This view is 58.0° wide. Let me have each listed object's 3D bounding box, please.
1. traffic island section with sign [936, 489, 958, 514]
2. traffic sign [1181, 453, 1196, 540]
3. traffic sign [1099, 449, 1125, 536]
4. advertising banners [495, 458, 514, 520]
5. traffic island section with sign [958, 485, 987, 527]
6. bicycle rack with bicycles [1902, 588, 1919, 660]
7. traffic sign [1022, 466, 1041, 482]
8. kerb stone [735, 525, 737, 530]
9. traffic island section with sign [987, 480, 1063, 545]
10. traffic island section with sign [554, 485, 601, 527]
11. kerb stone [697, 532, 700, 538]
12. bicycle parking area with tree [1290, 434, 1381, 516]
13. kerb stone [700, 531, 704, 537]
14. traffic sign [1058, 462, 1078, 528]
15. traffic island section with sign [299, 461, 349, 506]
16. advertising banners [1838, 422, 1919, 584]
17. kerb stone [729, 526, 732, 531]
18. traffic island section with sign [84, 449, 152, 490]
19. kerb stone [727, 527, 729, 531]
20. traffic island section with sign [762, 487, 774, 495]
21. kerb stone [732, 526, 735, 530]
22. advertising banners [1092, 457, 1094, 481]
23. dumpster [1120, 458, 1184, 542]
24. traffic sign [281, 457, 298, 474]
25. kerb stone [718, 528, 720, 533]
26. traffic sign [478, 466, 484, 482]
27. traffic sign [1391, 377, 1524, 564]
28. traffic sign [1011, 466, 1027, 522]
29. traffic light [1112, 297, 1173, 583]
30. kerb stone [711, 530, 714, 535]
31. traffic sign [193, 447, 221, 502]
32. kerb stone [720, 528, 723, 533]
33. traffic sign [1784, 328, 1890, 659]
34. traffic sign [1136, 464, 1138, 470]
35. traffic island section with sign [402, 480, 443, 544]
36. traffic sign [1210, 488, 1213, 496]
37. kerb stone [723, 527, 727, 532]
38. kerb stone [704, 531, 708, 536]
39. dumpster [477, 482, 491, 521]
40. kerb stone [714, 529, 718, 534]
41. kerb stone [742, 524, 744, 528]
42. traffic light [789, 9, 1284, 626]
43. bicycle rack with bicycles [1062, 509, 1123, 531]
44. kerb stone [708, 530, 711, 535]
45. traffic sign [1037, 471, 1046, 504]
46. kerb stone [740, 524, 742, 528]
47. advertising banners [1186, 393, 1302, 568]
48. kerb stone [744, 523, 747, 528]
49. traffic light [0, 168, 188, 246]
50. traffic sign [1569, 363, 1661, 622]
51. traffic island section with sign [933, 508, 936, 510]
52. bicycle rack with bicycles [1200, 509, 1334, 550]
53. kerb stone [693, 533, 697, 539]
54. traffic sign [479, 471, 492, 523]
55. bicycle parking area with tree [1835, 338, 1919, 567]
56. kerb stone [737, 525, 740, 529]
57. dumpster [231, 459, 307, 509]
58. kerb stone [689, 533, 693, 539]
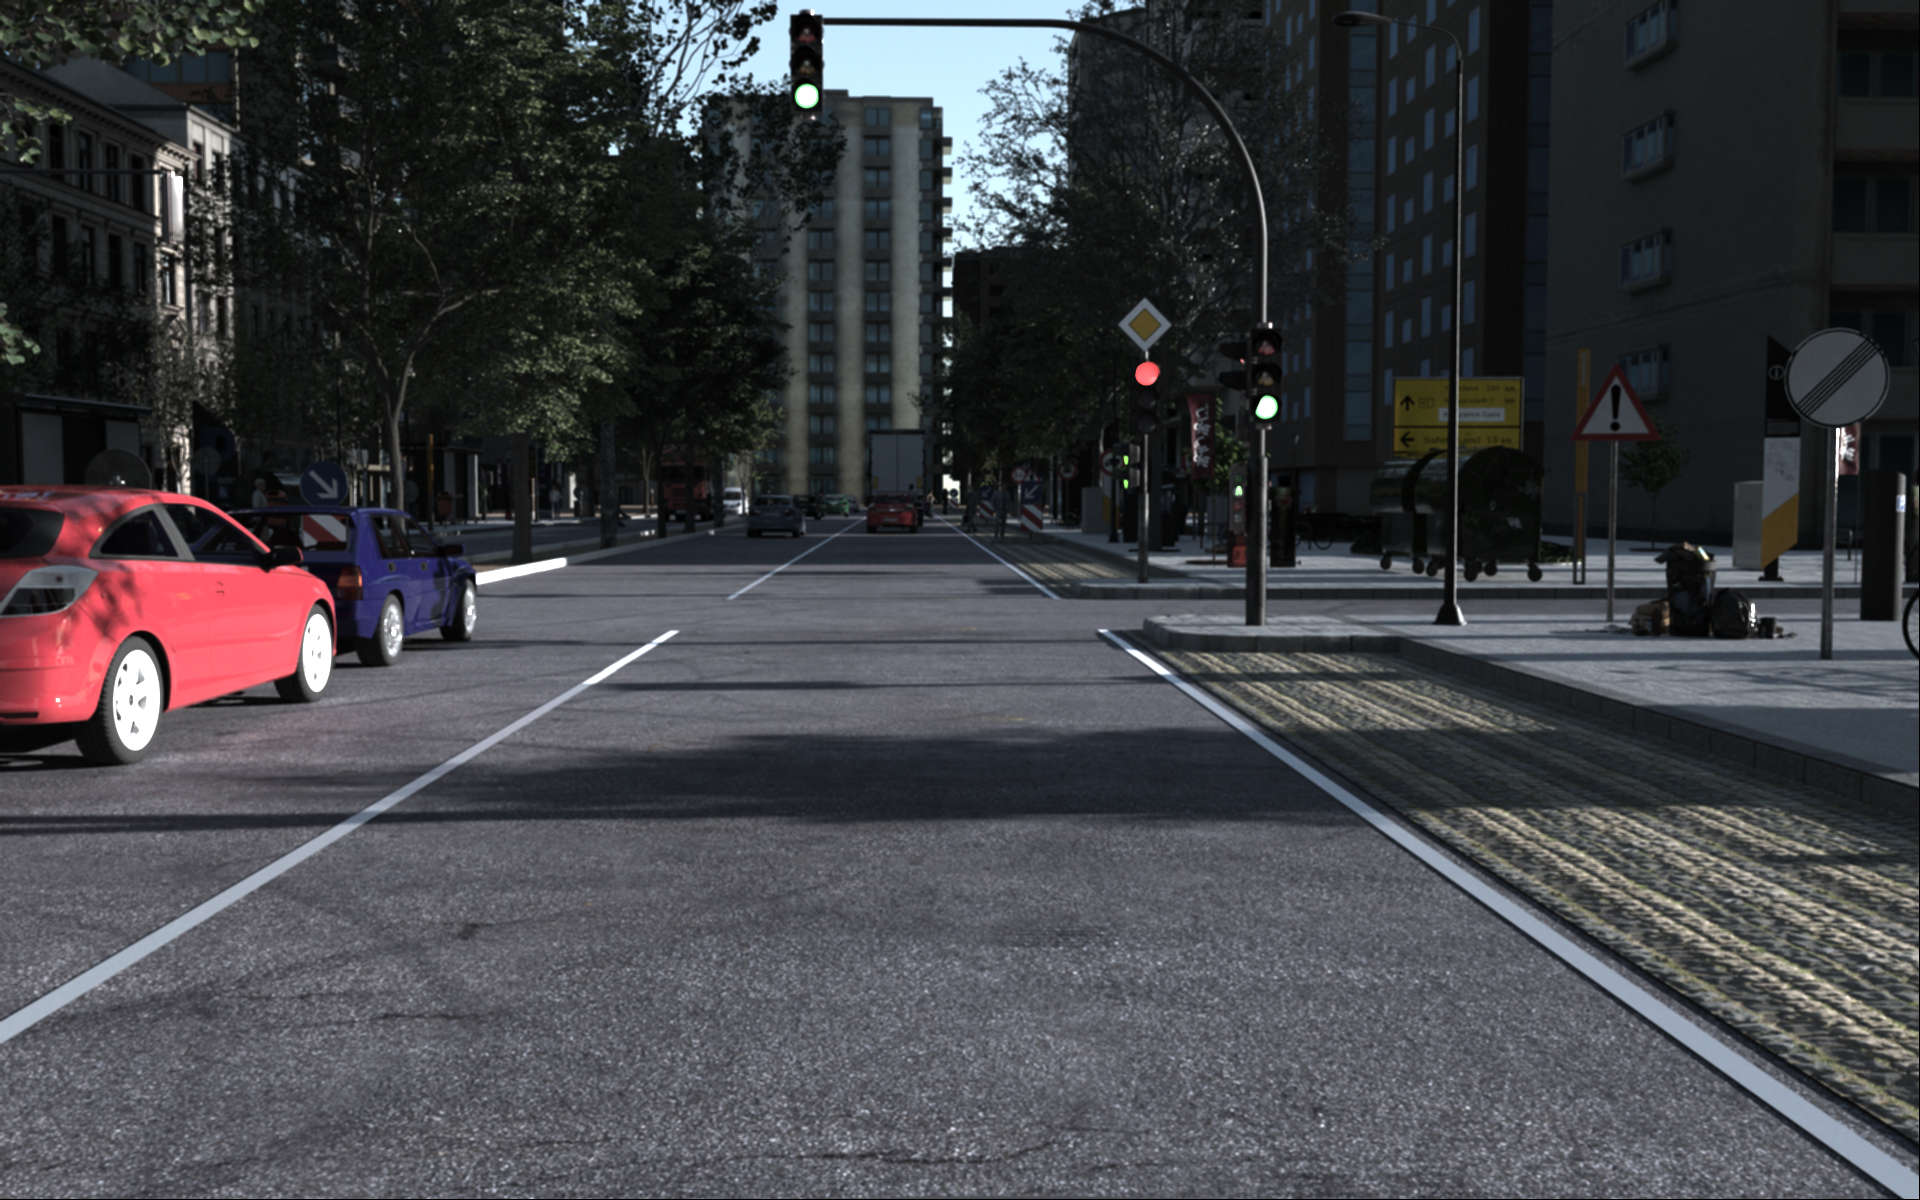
[{"bbox_3d":[-0.575,-7.246,127.098,1.989,1.847,2.006,0,4,-2],"label":"traffic island section with sign"},{"bbox_3d":[6.587,-2.969,48.642,0.768,2.556,0.104,0,4,-1],"label":"traffic sign"},{"bbox_3d":[4.257,-2.960,48.497,0.768,2.556,0.104,0,4,0],"label":"traffic sign"},{"bbox_3d":[-22.372,-5.483,85.828,0.090,3.025,2.074,1,4,21],"label":"advertising banners"},{"bbox_3d":[1.028,-4.150,76.479,1.989,1.847,2.006,0,4,-2],"label":"traffic island section with sign"},{"bbox_3d":[8.493,0.091,11.892,2.852,0.926,2.925,-1,4,-11],"label":"bicycle rack with bicycles"},{"bbox_3d":[3.234,-4.802,78.508,0.884,2.594,0.081,0,4,6],"label":"traffic sign"},{"bbox_3d":[-9.055,-2.846,68.739,0.120,0.150,1.000,0,4,-2],"label":"kerb stone"},{"bbox_3d":[1.882,-2.502,49.537,1.989,1.847,2.006,0,4,-2],"label":"traffic island section with sign"},{"bbox_3d":[-16.808,-4.160,76.651,1.989,1.847,2.006,0,4,-2],"label":"traffic island section with sign"},{"bbox_3d":[-8.665,-2.093,56.438,0.120,0.150,1.000,0,4,-2],"label":"kerb stone"},{"bbox_3d":[18.538,-5.847,82.606,8.231,4.147,9.016,2,4,24],"label":"bicycle parking area with tree"},{"bbox_3d":[-8.692,-2.155,57.460,0.120,0.150,1.000,0,4,-2],"label":"kerb stone"},{"bbox_3d":[4.066,-4.002,65.536,0.768,2.556,0.104,0,4,1],"label":"traffic sign"},{"bbox_3d":[-8.680,-0.986,24.253,2.006,1.907,1.989,0,4,-2],"label":"traffic island section with sign"},{"bbox_3d":[13.220,-1.748,24.761,2.074,3.025,0.090,-1,4,-22],"label":"advertising banners"},{"bbox_3d":[-8.983,-2.718,66.687,0.120,0.150,1.000,0,4,-2],"label":"kerb stone"},{"bbox_3d":[-8.455,-0.533,16.850,2.006,1.907,1.989,0,4,-2],"label":"traffic island section with sign"},{"bbox_3d":[-8.949,-2.659,65.665,0.120,0.150,1.000,0,4,-2],"label":"kerb stone"},{"bbox_3d":[-11.069,-5.579,99.354,2.006,1.907,1.989,0,4,-2],"label":"traffic island section with sign"},{"bbox_3d":[-9.022,-2.784,67.717,0.120,0.150,1.000,0,4,-2],"label":"kerb stone"},{"bbox_3d":[5.412,-5.200,81.214,2.074,3.025,0.090,2,4,27],"label":"advertising banners"},{"bbox_3d":[5.227,-2.734,47.191,1.502,2.255,1.985,0,4,-2],"label":"dumpster"},{"bbox_3d":[-23.331,-3.668,60.070,0.768,2.556,0.104,0,4,4],"label":"traffic sign"},{"bbox_3d":[-8.861,-2.470,62.582,0.120,0.150,1.000,0,4,-2],"label":"kerb stone"},{"bbox_3d":[-21.211,-4.626,75.747,0.768,2.556,0.104,0,4,1],"label":"traffic sign"},{"bbox_3d":[8.609,-2.215,30.082,2.265,3.308,0.079,0,4,1],"label":"traffic sign"},{"bbox_3d":[2.721,-4.884,79.956,0.768,2.556,0.104,0,4,3],"label":"traffic sign"},{"bbox_3d":[2.614,-2.197,24.835,0.839,4.253,0.868,0,4,-2],"label":"traffic light"},{"bbox_3d":[-8.800,-2.345,60.528,0.120,0.150,1.000,0,4,-2],"label":"kerb stone"},{"bbox_3d":[-20.402,-2.863,46.919,0.768,2.556,0.104,0,4,1],"label":"traffic sign"},{"bbox_3d":[-8.897,-2.533,63.613,0.120,0.150,1.000,0,4,-2],"label":"kerb stone"},{"bbox_3d":[6.736,-0.813,13.392,0.768,2.556,0.104,0,4,6],"label":"traffic sign"},{"bbox_3d":[6.692,-4.174,68.353,0.768,2.556,0.104,0,4,5],"label":"traffic sign"},{"bbox_3d":[-15.959,-2.512,49.692,1.989,1.847,2.006,0,4,-2],"label":"traffic island section with sign"},{"bbox_3d":[7.687,-3.231,52.926,0.768,2.556,0.104,0,4,1],"label":"traffic sign"},{"bbox_3d":[-8.918,-2.596,64.637,0.120,0.150,1.000,0,4,-2],"label":"kerb stone"},{"bbox_3d":[-8.727,-2.219,58.481,0.120,0.150,1.000,0,4,-2],"label":"kerb stone"},{"bbox_3d":[-23.351,-4.898,82.583,1.502,2.255,1.985,0,4,-2],"label":"dumpster"},{"bbox_3d":[-8.824,-2.408,61.560,0.120,0.150,1.000,0,4,-2],"label":"kerb stone"},{"bbox_3d":[-9.157,-3.035,71.818,0.120,0.150,1.000,0,4,-2],"label":"kerb stone"},{"bbox_3d":[0.779,-2.568,16.647,4.771,5.953,1.251,0,4,-2],"label":"traffic light"},{"bbox_3d":[5.067,-2.944,61.521,2.925,0.926,2.852,0,4,-6],"label":"bicycle rack with bicycles"},{"bbox_3d":[-8.759,-2.282,59.504,0.120,0.150,1.000,0,4,-2],"label":"kerb stone"},{"bbox_3d":[4.407,-5.921,96.911,0.768,2.556,0.104,0,4,1],"label":"traffic sign"},{"bbox_3d":[-9.116,-2.972,70.791,0.120,0.150,1.000,0,4,-2],"label":"kerb stone"},{"bbox_3d":[4.924,-2.073,30.084,2.074,3.025,0.090,0,4,-8],"label":"advertising banners"},{"bbox_3d":[-9.185,-3.098,72.848,0.120,0.150,1.000,0,4,-2],"label":"kerb stone"},{"bbox_3d":[-13.349,-3.039,24.351,4.771,5.953,1.251,0,4,-2],"label":"traffic light"},{"bbox_3d":[6.531,-1.060,17.330,0.884,2.594,0.081,0,4,5],"label":"traffic sign"},{"bbox_3d":[-1.428,-8.894,154.040,1.989,1.847,2.006,0,4,-2],"label":"traffic island section with sign"},{"bbox_3d":[6.891,-1.653,40.404,2.852,0.926,2.925,-2,4,-29],"label":"bicycle rack with bicycles"},{"bbox_3d":[-8.632,-2.032,55.416,0.120,0.150,1.000,0,4,-2],"label":"kerb stone"},{"bbox_3d":[-21.255,-4.614,77.576,0.606,2.300,0.079,0,4,5],"label":"traffic sign"},{"bbox_3d":[20.082,-2.690,30.981,8.231,4.147,9.016,2,4,29],"label":"bicycle parking area with tree"},{"bbox_3d":[-9.089,-2.909,69.762,0.120,0.150,1.000,0,4,-2],"label":"kerb stone"},{"bbox_3d":[-19.180,-2.790,48.105,1.502,2.255,1.985,0,4,-2],"label":"dumpster"},{"bbox_3d":[-8.593,-1.967,54.394,0.120,0.150,1.000,0,4,-2],"label":"kerb stone"}]
